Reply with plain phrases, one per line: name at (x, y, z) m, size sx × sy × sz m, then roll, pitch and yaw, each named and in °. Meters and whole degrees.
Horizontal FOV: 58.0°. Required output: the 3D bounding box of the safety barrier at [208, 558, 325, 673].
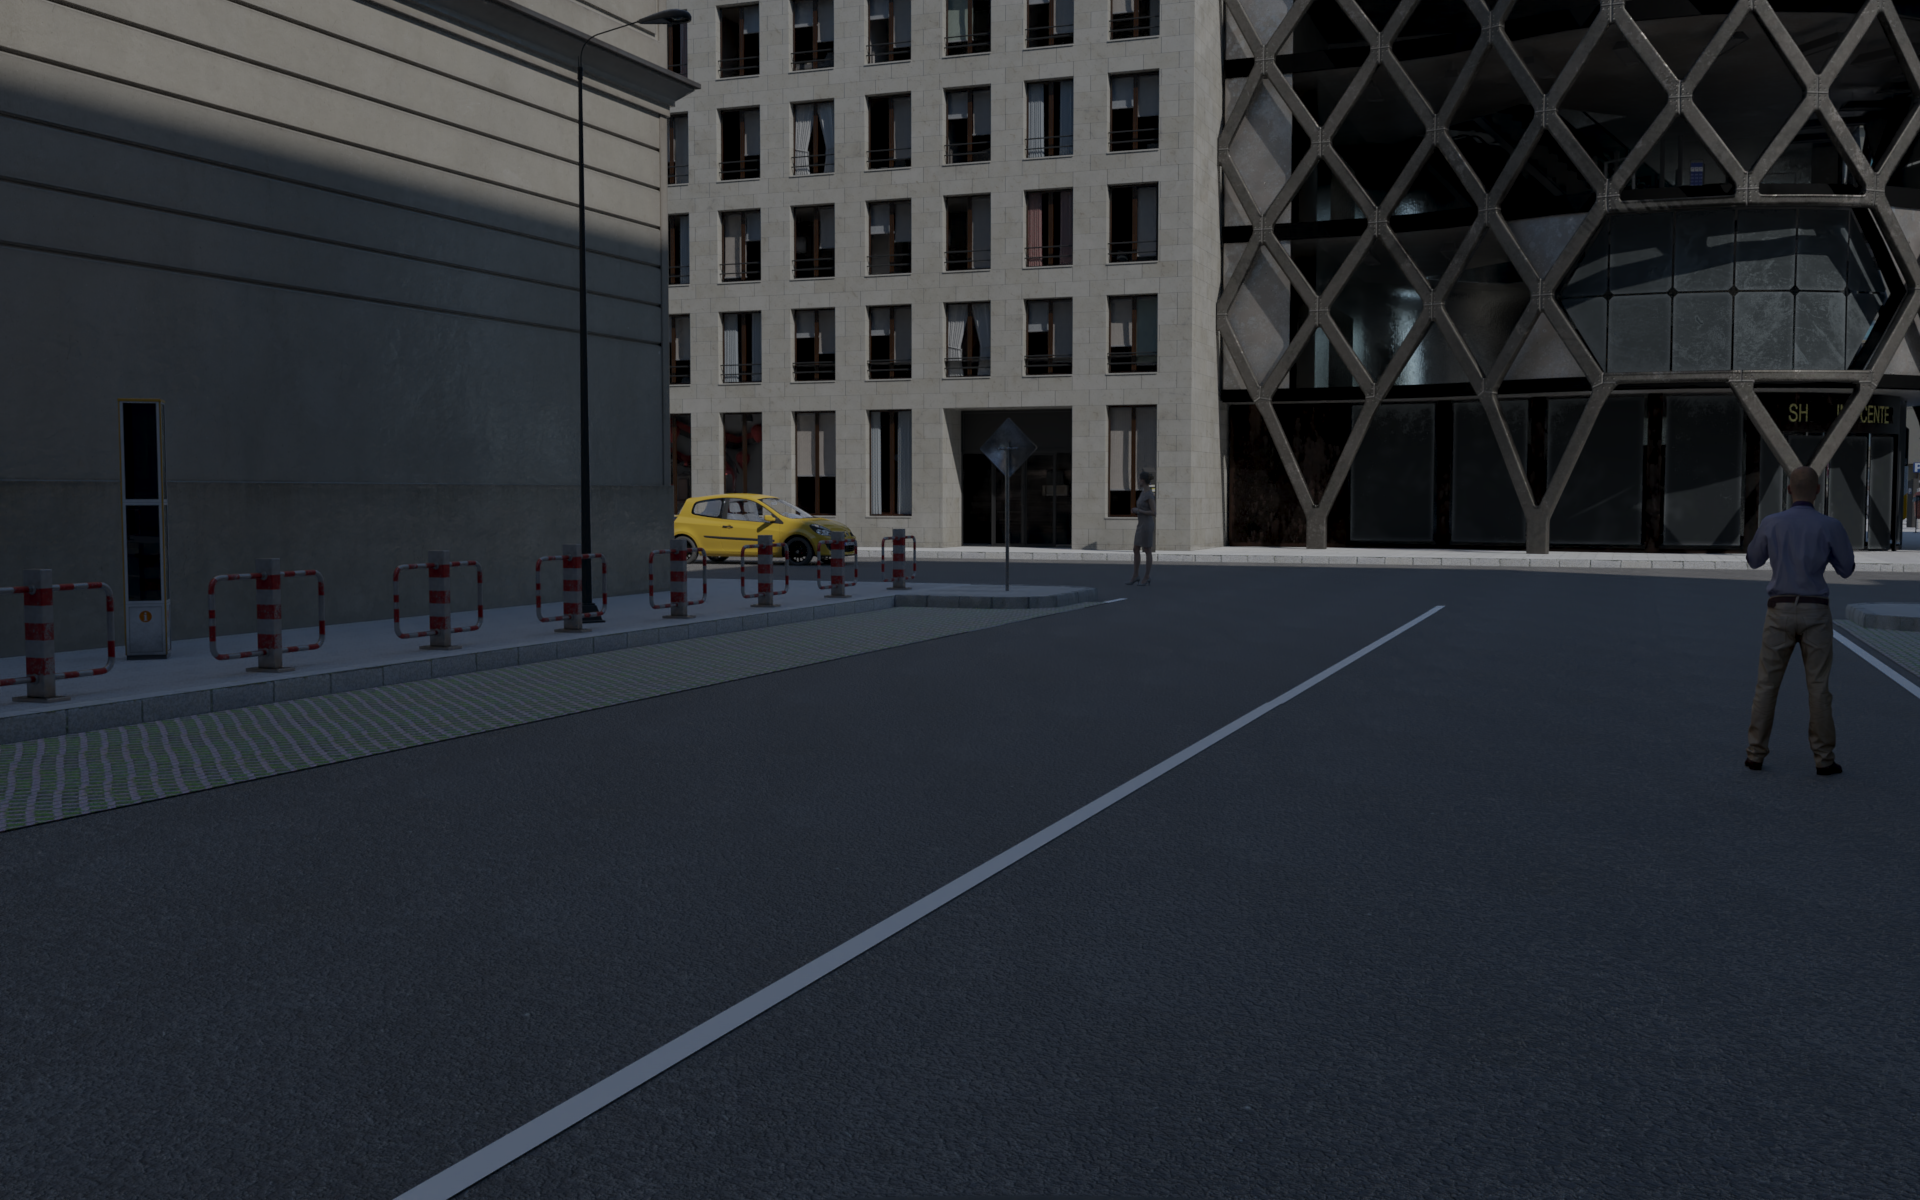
safety barrier at (-4.990, 0.108, 12.510) m, size 0.300 × 0.817 × 1.120 m, roll 1°, pitch 4°, yaw 21°

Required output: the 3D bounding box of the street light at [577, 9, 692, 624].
street light at (-3.225, -2.716, 16.941) m, size 1.470 × 5.913 × 1.316 m, roll 1°, pitch 4°, yaw 21°

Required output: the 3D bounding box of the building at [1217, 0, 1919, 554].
building at (16.229, -10.767, 43.497) m, size 16.811 × 18.784 × 16.820 m, roll 1°, pitch 4°, yaw 21°

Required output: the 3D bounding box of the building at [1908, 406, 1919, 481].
building at (59.791, -29.423, 104.761) m, size 21.300 × 48.544 × 21.600 m, roll 1°, pitch 4°, yaw 21°

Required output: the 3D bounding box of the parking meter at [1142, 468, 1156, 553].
parking meter at (4.153, -1.977, 38.027) m, size 0.255 × 1.863 × 0.399 m, roll 0°, pitch 4°, yaw -3°

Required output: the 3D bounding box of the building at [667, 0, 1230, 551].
building at (-0.754, -11.711, 46.219) m, size 16.860 × 20.320 × 10.420 m, roll 1°, pitch 4°, yaw 21°

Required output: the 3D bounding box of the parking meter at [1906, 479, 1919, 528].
parking meter at (36.342, -3.692, 66.077) m, size 0.255 × 1.863 × 0.399 m, roll 0°, pitch 4°, yaw -1°

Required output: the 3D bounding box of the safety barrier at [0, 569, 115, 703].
safety barrier at (-5.694, 0.218, 10.714) m, size 0.300 × 0.817 × 1.120 m, roll 1°, pitch 4°, yaw 21°

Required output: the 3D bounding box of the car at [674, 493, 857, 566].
car at (-4.091, -1.560, 35.724) m, size 3.980 × 1.641 × 2.015 m, roll 1°, pitch 4°, yaw 19°

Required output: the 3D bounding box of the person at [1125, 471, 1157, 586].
person at (2.833, -1.113, 27.043) m, size 0.374 × 1.781 × 0.599 m, roll -1°, pitch 4°, yaw -14°

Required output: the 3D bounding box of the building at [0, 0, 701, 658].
building at (-19.689, -11.464, 20.717) m, size 30.059 × 22.955 × 16.112 m, roll 1°, pitch 4°, yaw 21°

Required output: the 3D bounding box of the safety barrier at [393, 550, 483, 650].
safety barrier at (-4.297, -0.002, 14.304) m, size 0.300 × 0.817 × 1.120 m, roll 1°, pitch 4°, yaw 21°

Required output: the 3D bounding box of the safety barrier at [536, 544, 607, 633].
safety barrier at (-3.600, -0.111, 16.091) m, size 0.300 × 0.817 × 1.120 m, roll 1°, pitch 4°, yaw 21°

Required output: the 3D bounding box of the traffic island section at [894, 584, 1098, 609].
traffic island section at (0.603, -0.039, 22.926) m, size 2.009 × 0.180 × 2.903 m, roll 1°, pitch 4°, yaw 21°

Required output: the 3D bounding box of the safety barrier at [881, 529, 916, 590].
safety barrier at (-0.817, -0.549, 23.250) m, size 0.300 × 0.817 × 1.120 m, roll 1°, pitch 4°, yaw 21°

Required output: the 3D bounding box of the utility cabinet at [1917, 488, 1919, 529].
utility cabinet at (35.531, -3.329, 63.106) m, size 1.173 × 1.500 × 0.318 m, roll 1°, pitch 4°, yaw 14°

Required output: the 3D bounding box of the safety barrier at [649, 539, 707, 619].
safety barrier at (-2.904, -0.220, 17.880) m, size 0.300 × 0.817 × 1.120 m, roll 1°, pitch 4°, yaw 21°

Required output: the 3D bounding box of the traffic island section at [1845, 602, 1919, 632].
traffic island section at (10.894, 0.205, 18.933) m, size 2.009 × 0.180 × 2.903 m, roll 1°, pitch 4°, yaw 21°

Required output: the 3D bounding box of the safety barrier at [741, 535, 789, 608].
safety barrier at (-2.211, -0.330, 19.669) m, size 0.300 × 0.817 × 1.120 m, roll 1°, pitch 4°, yaw 21°

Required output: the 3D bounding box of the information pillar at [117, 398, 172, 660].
information pillar at (-6.336, -0.549, 13.470) m, size 0.304 × 2.012 × 0.304 m, roll -1°, pitch 4°, yaw -19°

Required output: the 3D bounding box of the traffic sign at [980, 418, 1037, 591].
traffic sign at (0.628, -1.175, 22.855) m, size 0.795 × 2.450 × 0.064 m, roll 1°, pitch 4°, yaw 21°

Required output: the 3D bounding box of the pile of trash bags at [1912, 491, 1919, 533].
pile of trash bags at (32.230, -2.821, 55.869) m, size 1.912 × 1.369 × 3.447 m, roll -1°, pitch 4°, yaw -19°

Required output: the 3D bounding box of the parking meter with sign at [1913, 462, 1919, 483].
parking meter with sign at (52.185, -6.030, 94.857) m, size 1.738 × 3.016 × 0.543 m, roll -3°, pitch 5°, yaw -43°

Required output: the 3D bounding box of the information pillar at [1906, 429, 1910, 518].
information pillar at (27.965, -3.686, 51.617) m, size 0.504 × 3.616 × 0.183 m, roll 2°, pitch 4°, yaw 35°

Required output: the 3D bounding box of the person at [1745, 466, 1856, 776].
person at (4.316, 0.099, 8.944) m, size 0.516 × 1.574 × 0.319 m, roll 3°, pitch 4°, yaw 38°

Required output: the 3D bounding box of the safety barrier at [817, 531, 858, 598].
safety barrier at (-1.514, -0.440, 21.463) m, size 0.300 × 0.817 × 1.120 m, roll 1°, pitch 4°, yaw 21°
